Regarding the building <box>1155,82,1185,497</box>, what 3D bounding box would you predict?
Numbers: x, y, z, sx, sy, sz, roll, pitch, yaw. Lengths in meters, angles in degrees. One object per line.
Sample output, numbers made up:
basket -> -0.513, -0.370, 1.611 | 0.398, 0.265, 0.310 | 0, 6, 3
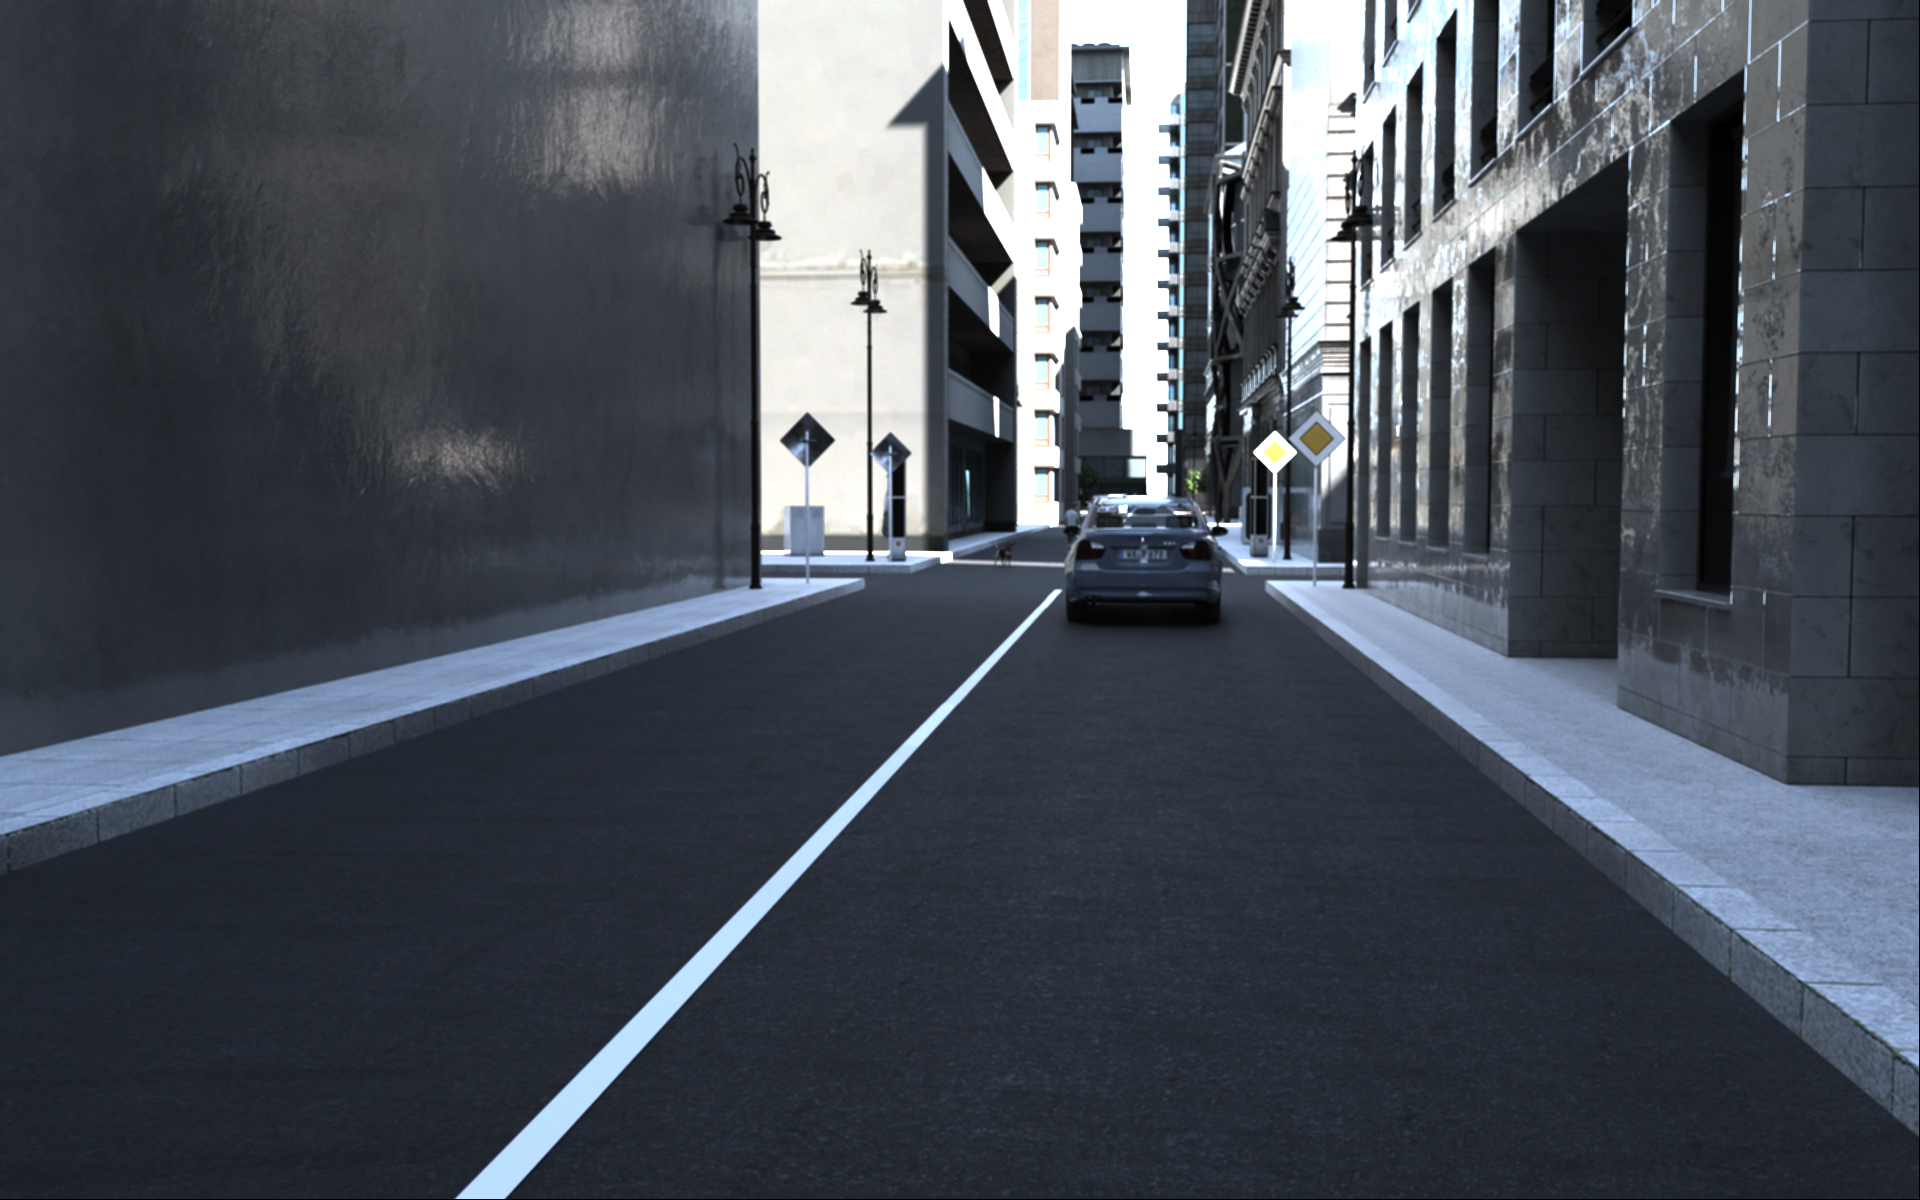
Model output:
building -> 37.921, -35.460, 199.378 | 30.456, 49.044, 23.786 | 0, 4, 6

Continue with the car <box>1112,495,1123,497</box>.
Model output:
car -> 10.864, -6.750, 122.718 | 2.083, 1.381, 4.827 | 0, 4, 5

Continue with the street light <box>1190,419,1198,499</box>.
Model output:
street light -> 14.352, -8.161, 106.222 | 0.468, 5.910, 1.993 | 0, 4, 6

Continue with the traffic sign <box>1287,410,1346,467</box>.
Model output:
traffic sign -> 4.951, -1.334, 24.006 | 0.795, 2.593, 0.064 | 0, 4, 6

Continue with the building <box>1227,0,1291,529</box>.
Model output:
building -> 14.100, -11.615, 54.540 | 10.561, 19.102, 19.286 | 0, 4, 6

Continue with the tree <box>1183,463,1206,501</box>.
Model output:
tree -> 15.495, -7.305, 114.045 | 1.663, 3.219, 1.824 | 0, 3, 0

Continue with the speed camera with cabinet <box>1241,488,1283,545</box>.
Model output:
speed camera with cabinet -> 8.185, -3.025, 43.795 | 2.038, 3.252, 0.660 | 2, 4, 24

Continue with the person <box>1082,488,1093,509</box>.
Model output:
person -> 10.875, -8.727, 148.659 | 1.348, 1.831, 0.705 | 0, 4, -4

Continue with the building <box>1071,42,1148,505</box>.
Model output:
building -> 8.504, -37.650, 204.822 | 27.495, 52.752, 28.713 | 0, 4, 6

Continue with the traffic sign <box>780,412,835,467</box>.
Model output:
traffic sign -> -2.199, -1.383, 24.806 | 0.795, 2.593, 0.064 | 0, 4, 6

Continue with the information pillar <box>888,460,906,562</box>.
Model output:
information pillar -> -1.204, -1.745, 33.031 | 0.304, 2.012, 0.304 | -1, 4, -14

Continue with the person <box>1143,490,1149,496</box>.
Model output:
person -> 17.846, -9.660, 166.376 | 1.348, 1.831, 0.705 | -3, 5, -43

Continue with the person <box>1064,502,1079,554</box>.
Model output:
person -> 2.660, -1.724, 41.364 | 0.332, 1.250, 0.352 | 3, 5, 40

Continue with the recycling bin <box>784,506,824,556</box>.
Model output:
recycling bin -> -3.244, -1.434, 36.002 | 0.722, 1.027, 0.722 | -1, 4, -17

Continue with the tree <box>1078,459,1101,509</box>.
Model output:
tree -> 11.213, -10.740, 159.306 | 4.285, 4.588, 4.351 | 0, 3, 0

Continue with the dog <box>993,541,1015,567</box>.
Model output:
dog -> 0.877, -0.920, 34.336 | 0.540, 0.507, 0.406 | 1, 4, 19

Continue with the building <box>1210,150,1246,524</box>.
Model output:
building -> 19.820, -12.891, 78.222 | 16.820, 18.784, 16.811 | 0, 4, 6

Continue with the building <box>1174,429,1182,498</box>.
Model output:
building -> 31.929, -52.037, 163.478 | 22.319, 86.520, 31.000 | 0, 4, 6

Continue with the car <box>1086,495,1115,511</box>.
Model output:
car -> 8.411, -5.444, 101.371 | 2.083, 1.381, 4.827 | 0, 4, 6

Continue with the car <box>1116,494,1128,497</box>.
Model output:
car -> 14.156, -8.612, 152.815 | 2.014, 1.417, 4.499 | 0, 4, 6

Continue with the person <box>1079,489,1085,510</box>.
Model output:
person -> 10.070, -8.360, 143.455 | 0.721, 1.736, 1.217 | -1, 4, -16

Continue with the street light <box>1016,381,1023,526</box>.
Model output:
street light -> 2.239, -5.894, 69.157 | 0.468, 5.910, 1.993 | 0, 4, 6

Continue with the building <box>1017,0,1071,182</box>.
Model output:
building -> 0.108, -28.461, 115.450 | 14.600, 45.320, 14.200 | 0, 4, 6

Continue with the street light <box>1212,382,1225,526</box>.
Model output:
street light -> 10.443, -5.947, 70.023 | 0.468, 5.910, 1.993 | 0, 4, 6

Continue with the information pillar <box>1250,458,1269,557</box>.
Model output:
information pillar -> 6.085, -1.877, 35.186 | 0.304, 2.012, 0.304 | 0, 4, -6

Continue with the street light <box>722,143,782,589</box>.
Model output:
street light -> -2.773, -3.090, 23.311 | 0.468, 5.910, 1.993 | 0, 4, 6

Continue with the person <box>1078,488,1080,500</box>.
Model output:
person -> 9.282, -7.996, 136.913 | 0.705, 1.807, 1.348 | 0, 4, -1

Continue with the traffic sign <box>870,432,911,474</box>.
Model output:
traffic sign -> -1.330, -1.869, 32.743 | 0.795, 2.593, 0.064 | 0, 4, 6

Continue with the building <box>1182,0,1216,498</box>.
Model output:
building -> 25.322, -28.006, 141.487 | 14.154, 41.232, 14.086 | 0, 4, 6

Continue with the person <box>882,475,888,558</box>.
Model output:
person -> -1.277, -1.724, 34.723 | 0.515, 1.767, 0.782 | 1, 4, 19

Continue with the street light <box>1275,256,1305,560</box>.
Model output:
street light -> 6.426, -3.734, 33.837 | 0.468, 5.910, 1.993 | 0, 4, 6

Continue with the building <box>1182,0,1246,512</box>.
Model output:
building -> 26.548, -41.858, 122.622 | 20.563, 71.187, 20.611 | 0, 4, 6

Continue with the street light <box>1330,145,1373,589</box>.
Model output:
street light -> 5.295, -3.096, 23.409 | 0.468, 5.910, 1.993 | 0, 4, 6

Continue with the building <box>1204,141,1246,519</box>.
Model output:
building -> 18.812, -15.162, 97.049 | 9.793, 20.994, 18.267 | 0, 4, 6

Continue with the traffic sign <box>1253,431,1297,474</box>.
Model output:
traffic sign -> 5.819, -1.820, 31.944 | 0.795, 2.593, 0.064 | 0, 4, 6

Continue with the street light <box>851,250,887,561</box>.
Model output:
street light -> -1.720, -3.680, 32.964 | 0.468, 5.910, 1.993 | 0, 4, 6

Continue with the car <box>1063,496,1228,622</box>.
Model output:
car -> 2.214, -0.536, 20.769 | 2.014, 1.417, 4.499 | 0, 4, 7

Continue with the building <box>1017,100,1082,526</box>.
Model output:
building -> -7.962, -15.117, 92.208 | 27.650, 21.520, 28.899 | 0, 4, 6

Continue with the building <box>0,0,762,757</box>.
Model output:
building -> -20.806, -12.968, 16.536 | 34.151, 26.468, 19.350 | 0, 4, 6

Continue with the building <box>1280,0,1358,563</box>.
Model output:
building -> 16.044, -11.386, 35.307 | 18.267, 20.994, 9.793 | 0, 4, 6

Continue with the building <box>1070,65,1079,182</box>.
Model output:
building -> -1.313, -31.716, 173.173 | 28.867, 44.769, 22.147 | 0, 4, 6

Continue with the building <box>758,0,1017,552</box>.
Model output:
building -> -9.801, -25.975, 48.401 | 21.300, 48.544, 21.600 | 0, 4, 6

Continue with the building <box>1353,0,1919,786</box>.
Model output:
building -> 9.717, -9.788, 14.784 | 10.420, 20.320, 16.860 | 0, 4, 6
